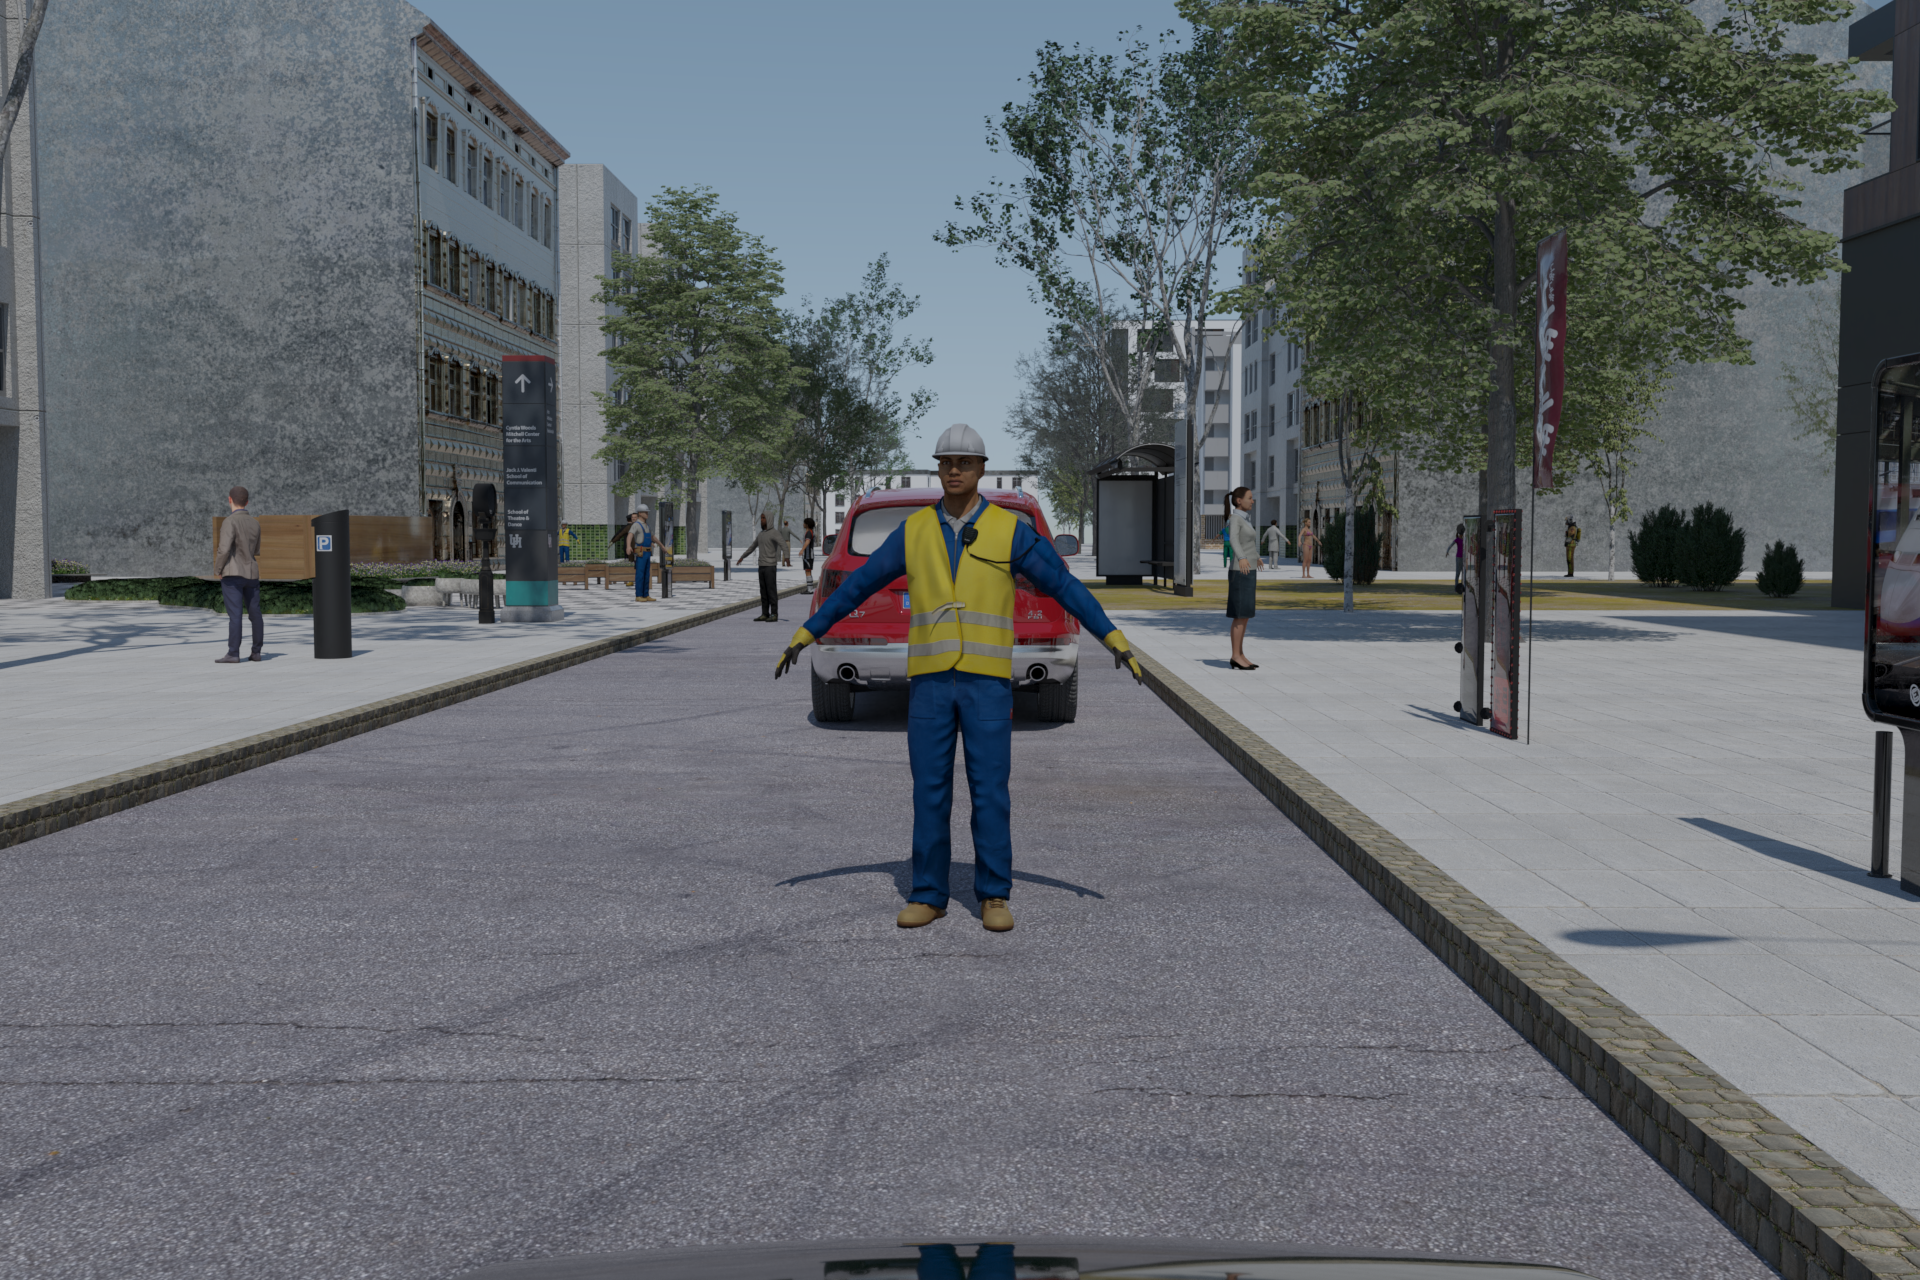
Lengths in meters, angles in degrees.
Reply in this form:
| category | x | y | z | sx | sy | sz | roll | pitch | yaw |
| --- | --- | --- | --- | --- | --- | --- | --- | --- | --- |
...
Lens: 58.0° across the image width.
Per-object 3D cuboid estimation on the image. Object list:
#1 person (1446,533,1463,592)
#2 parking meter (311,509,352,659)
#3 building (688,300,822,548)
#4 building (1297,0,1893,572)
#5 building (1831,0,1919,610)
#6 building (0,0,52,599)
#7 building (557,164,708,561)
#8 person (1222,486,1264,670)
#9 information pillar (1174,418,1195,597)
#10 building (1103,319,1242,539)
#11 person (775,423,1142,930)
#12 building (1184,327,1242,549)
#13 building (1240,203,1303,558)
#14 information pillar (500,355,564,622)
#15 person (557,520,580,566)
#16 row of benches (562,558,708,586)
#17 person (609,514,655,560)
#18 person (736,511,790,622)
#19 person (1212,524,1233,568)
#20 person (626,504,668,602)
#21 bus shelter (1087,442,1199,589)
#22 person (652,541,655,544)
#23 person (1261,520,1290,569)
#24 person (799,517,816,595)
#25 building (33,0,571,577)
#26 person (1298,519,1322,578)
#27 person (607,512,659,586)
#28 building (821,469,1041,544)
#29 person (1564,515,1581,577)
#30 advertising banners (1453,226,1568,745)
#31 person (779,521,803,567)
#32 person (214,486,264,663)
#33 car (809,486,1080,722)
| category | x | y | z | sx | sy | sz | roll | pitch | yaw |
| --- | --- | --- | --- | --- | --- | --- | --- | --- | --- |
| person | 11.121 | -1.775 | 38.286 | 0.991 | 1.433 | 0.599 | -2 | 4 | -24 |
| parking meter | -6.493 | -0.580 | 17.896 | 0.372 | 1.533 | 0.369 | 0 | 3 | 0 |
| building | -23.277 | -20.427 | 164.915 | 19.493 | 23.208 | 18.063 | 0 | 3 | 0 |
| building | 24.176 | -14.451 | 67.196 | 19.493 | 23.208 | 18.063 | 0 | 4 | 1 |
| building | 25.677 | -10.370 | 13.520 | 27.936 | 21.610 | 32.646 | 0 | 4 | 1 |
| building | -26.520 | -9.294 | 18.416 | 16.747 | 18.905 | 31.486 | 0 | 4 | 0 |
| building | -25.234 | -14.213 | 98.846 | 16.747 | 18.905 | 31.486 | 0 | 4 | 1 |
| person | 2.749 | -0.587 | 16.422 | 0.721 | 1.735 | 1.217 | 1 | 4 | 16 |
| information pillar | 4.659 | -2.735 | 36.031 | 0.184 | 3.620 | 1.656 | 0 | 4 | -1 |
| building | 28.618 | -20.629 | 181.266 | 27.936 | 21.610 | 32.646 | 0 | 4 | 1 |
| person | -0.003 | 0.128 | 6.341 | 1.349 | 1.833 | 0.705 | 1 | 4 | 11 |
| building | 25.706 | -18.477 | 158.519 | 16.016 | 20.090 | 11.380 | 0 | 4 | 0 |
| building | 25.702 | -13.856 | 93.007 | 16.747 | 18.905 | 31.486 | 0 | 4 | 1 |
| information pillar | -6.299 | -2.204 | 25.420 | 0.750 | 3.857 | 0.750 | 0 | 4 | 1 |
| person | -13.478 | -3.207 | 58.896 | 1.216 | 1.772 | 0.721 | 1 | 4 | 11 |
| row of benches | -8.275 | -1.790 | 44.733 | 4.104 | 0.672 | 1.422 | -3 | 5 | -41 |
| person | -8.992 | -2.530 | 47.304 | 1.347 | 1.837 | 0.705 | 1 | 4 | 11 |
| person | -3.160 | -1.204 | 28.267 | 0.705 | 1.813 | 1.348 | -3 | 5 | -44 |
| person | 10.131 | -3.616 | 65.253 | 1.347 | 1.817 | 0.704 | 1 | 4 | 22 |
| person | -5.988 | -1.650 | 32.832 | 0.705 | 1.847 | 1.347 | 1 | 4 | 22 |
| bus shelter | 4.246 | -2.884 | 41.072 | 2.014 | 3.302 | 5.546 | 0 | 4 | -1 |
| person | -12.658 | -3.879 | 69.209 | 1.354 | 1.856 | 0.705 | 3 | 5 | 45 |
| person | 11.414 | -3.468 | 62.885 | 0.705 | 1.806 | 1.347 | -3 | 4 | -38 |
| person | -3.620 | -1.986 | 41.070 | 0.704 | 1.843 | 1.345 | 0 | 4 | 3 |
| building | -25.237 | -14.015 | 60.067 | 19.493 | 23.208 | 18.063 | 0 | 4 | 0 |
| person | 10.133 | -2.654 | 50.201 | 0.721 | 1.733 | 1.217 | 3 | 5 | 43 |
| person | -7.953 | -2.218 | 42.401 | 1.346 | 1.812 | 0.704 | 0 | 4 | 7 |
| building | -3.772 | -17.159 | 225.150 | 28.070 | 9.664 | 9.099 | 0 | 4 | 6 |
| person | 18.178 | -2.807 | 51.656 | 0.705 | 1.858 | 1.354 | 1 | 4 | 22 |
| advertising banners | 3.464 | -0.904 | 10.966 | 0.090 | 3.025 | 2.074 | 0 | 4 | 1 |
| person | -6.809 | -3.778 | 68.034 | 1.348 | 1.796 | 0.705 | 2 | 4 | 26 |
| person | -7.330 | -0.662 | 17.405 | 0.750 | 1.759 | 0.617 | 2 | 4 | 35 |
| car | -0.093 | -0.372 | 14.748 | 2.281 | 1.827 | 5.304 | 0 | 4 | 1 |
